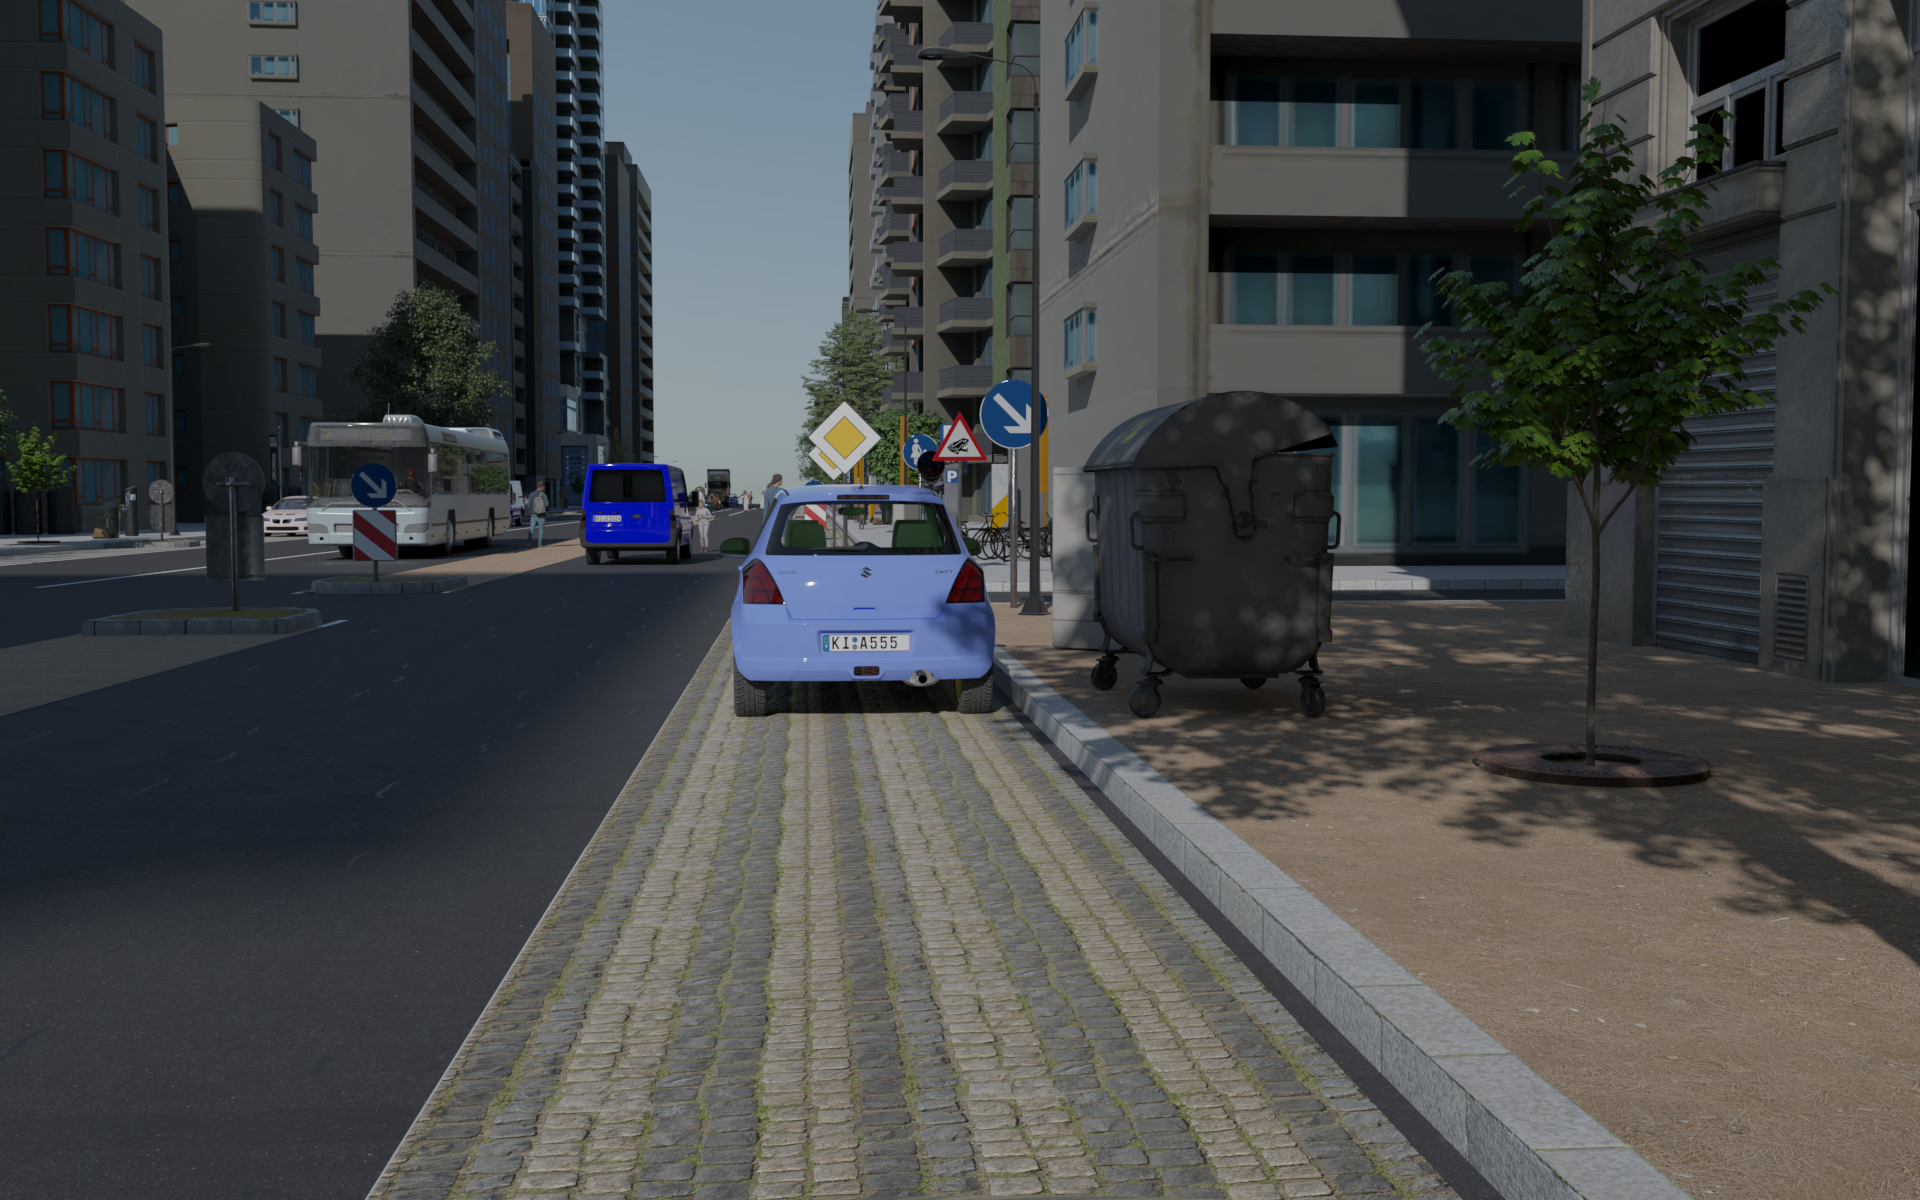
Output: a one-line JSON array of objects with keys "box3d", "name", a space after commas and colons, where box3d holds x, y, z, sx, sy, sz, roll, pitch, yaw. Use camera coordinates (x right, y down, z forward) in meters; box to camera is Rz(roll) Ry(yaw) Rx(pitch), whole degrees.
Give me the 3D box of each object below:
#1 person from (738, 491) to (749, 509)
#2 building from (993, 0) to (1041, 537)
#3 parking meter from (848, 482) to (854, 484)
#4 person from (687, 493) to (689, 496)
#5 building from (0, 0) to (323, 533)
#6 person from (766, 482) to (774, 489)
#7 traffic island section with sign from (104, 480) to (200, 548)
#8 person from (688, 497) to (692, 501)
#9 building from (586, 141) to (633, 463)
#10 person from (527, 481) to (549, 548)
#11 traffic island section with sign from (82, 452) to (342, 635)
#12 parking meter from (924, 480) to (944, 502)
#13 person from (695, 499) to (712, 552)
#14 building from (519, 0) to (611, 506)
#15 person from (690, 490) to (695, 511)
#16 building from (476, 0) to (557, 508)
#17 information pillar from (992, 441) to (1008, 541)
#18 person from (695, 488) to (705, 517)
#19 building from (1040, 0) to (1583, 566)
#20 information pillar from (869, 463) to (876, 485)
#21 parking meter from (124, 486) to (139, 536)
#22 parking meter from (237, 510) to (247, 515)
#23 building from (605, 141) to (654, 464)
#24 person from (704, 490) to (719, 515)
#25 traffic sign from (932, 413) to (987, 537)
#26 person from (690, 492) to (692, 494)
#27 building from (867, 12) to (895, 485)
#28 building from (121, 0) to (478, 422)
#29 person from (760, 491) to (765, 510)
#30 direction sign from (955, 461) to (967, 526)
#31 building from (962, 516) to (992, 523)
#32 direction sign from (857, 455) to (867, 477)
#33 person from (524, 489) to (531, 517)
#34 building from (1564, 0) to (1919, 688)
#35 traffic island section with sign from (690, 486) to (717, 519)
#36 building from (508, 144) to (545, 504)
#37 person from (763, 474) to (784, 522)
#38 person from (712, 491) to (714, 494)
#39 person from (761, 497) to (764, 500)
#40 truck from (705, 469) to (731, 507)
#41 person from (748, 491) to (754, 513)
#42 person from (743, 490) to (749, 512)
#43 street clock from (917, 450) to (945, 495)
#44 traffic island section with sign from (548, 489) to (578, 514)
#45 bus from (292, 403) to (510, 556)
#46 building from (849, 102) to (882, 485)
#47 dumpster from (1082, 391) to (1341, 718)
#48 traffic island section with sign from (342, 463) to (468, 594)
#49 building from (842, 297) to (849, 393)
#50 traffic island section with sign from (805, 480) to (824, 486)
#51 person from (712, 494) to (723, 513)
[{"box3d": [-20.132, -9.329, 161.547, 1.217, 1.766, 0.721, 0, 4, -3], "name": "person"}, {"box3d": [7.869, -17.510, 57.991, 14.160, 30.474, 14.107, 0, 4, -5], "name": "building"}, {"box3d": [-5.390, -4.896, 85.754, 0.255, 1.863, 0.399, -2, 4, -28], "name": "parking meter"}, {"box3d": [-12.154, -4.125, 76.532, 0.643, 1.750, 0.593, -3, 5, -45], "name": "person"}, {"box3d": [-43.965, -13.733, 69.568, 27.650, 21.520, 28.899, 0, 4, -5], "name": "building"}, {"box3d": [-4.624, -2.031, 42.462, 0.466, 1.731, 0.760, 1, 4, 20], "name": "person"}, {"box3d": [-21.649, -2.323, 46.604, 1.989, 1.847, 2.006, 0, 4, -5], "name": "traffic island section with sign"}, {"box3d": [-21.609, -7.779, 135.714, 0.705, 1.821, 1.348, 3, 5, 42], "name": "person"}, {"box3d": [-49.907, -34.999, 222.348, 14.600, 45.320, 14.200, 0, 4, -5], "name": "building"}, {"box3d": [-11.204, -2.273, 46.018, 0.623, 1.781, 0.721, 0, 4, 1], "name": "person"}, {"box3d": [-7.928, -0.630, 18.441, 2.006, 1.907, 1.989, 0, 4, -5], "name": "traffic island section with sign"}, {"box3d": [-0.469, -1.401, 31.325, 0.372, 1.533, 0.369, 0, 3, 0], "name": "parking meter"}, {"box3d": [-6.314, -1.827, 42.649, 0.425, 1.301, 0.394, 0, 4, -6], "name": "person"}, {"box3d": [-51.448, -54.168, 198.311, 22.319, 86.520, 31.000, 0, 4, -5], "name": "building"}, {"box3d": [-22.851, -8.489, 147.749, 0.568, 1.767, 0.683, 1, 4, 13], "name": "person"}, {"box3d": [-44.222, -30.945, 156.065, 14.600, 45.320, 14.200, 0, 4, -5], "name": "building"}, {"box3d": [1.089, -3.459, 47.912, 0.504, 3.616, 0.183, -2, 4, -29], "name": "information pillar"}, {"box3d": [-14.537, -5.373, 96.568, 0.478, 1.798, 0.641, 3, 4, 38], "name": "person"}, {"box3d": [12.867, -25.432, 39.513, 21.600, 48.544, 21.300, 0, 4, -5], "name": "building"}, {"box3d": [-3.920, -5.278, 77.654, 0.183, 3.616, 0.504, 2, 4, 30], "name": "information pillar"}, {"box3d": [-25.231, -2.711, 52.732, 0.372, 1.533, 0.369, 0, 3, 0], "name": "parking meter"}, {"box3d": [-28.388, -3.834, 68.404, 0.255, 1.863, 0.399, 1, 4, 10], "name": "parking meter"}, {"box3d": [-54.366, -37.730, 240.593, 21.300, 48.544, 21.600, 0, 4, -5], "name": "building"}, {"box3d": [-16.787, -6.551, 116.336, 1.217, 1.735, 0.721, 1, 4, 14], "name": "person"}, {"box3d": [-0.003, -1.699, 27.779, 0.884, 2.594, 0.081, 0, 4, 2], "name": "traffic sign"}, {"box3d": [-34.251, -12.963, 220.967, 0.721, 1.766, 1.217, 1, 4, 21], "name": "person"}, {"box3d": [3.083, -33.053, 160.022, 23.786, 49.044, 30.456, 0, 4, -5], "name": "building"}, {"box3d": [-43.016, -29.659, 108.628, 21.300, 48.544, 21.600, 0, 4, -5], "name": "building"}, {"box3d": [-18.167, -9.207, 159.704, 0.551, 1.740, 0.621, -3, 5, -40], "name": "person"}, {"box3d": [0.041, -4.767, 69.944, 0.379, 3.537, 0.876, 2, 4, 34], "name": "direction sign"}, {"box3d": [7.201, -26.498, 87.864, 22.147, 44.769, 28.867, 0, 4, -5], "name": "building"}, {"box3d": [-4.577, -5.366, 79.728, 0.379, 3.537, 0.876, 3, 4, 36], "name": "direction sign"}, {"box3d": [-26.349, -5.897, 105.590, 0.621, 1.740, 0.551, -2, 4, -30], "name": "person"}, {"box3d": [14.021, -10.298, 1.659, 16.112, 22.955, 30.059, 0, 4, -5], "name": "building"}, {"box3d": [-15.166, -5.660, 100.670, 2.006, 1.907, 1.989, 0, 4, -5], "name": "traffic island section with sign"}, {"box3d": [-42.476, -22.668, 142.320, 14.160, 30.474, 14.107, 0, 4, -5], "name": "building"}, {"box3d": [-3.548, -1.523, 33.431, 0.581, 1.822, 0.654, 1, 4, 13], "name": "person"}, {"box3d": [-25.107, -10.235, 176.399, 0.434, 1.755, 0.990, -1, 4, -23], "name": "person"}, {"box3d": [-14.897, -7.664, 134.491, 1.217, 1.739, 0.721, -2, 4, -26], "name": "person"}, {"box3d": [-27.179, -12.610, 195.083, 2.839, 4.237, 11.283, 0, 4, -7], "name": "truck"}, {"box3d": [-15.825, -7.425, 131.360, 0.415, 1.643, 0.593, -2, 4, -35], "name": "person"}, {"box3d": [-17.508, -8.091, 141.463, 0.551, 1.740, 0.621, 1, 4, 12], "name": "person"}, {"box3d": [-0.483, -1.484, 28.836, 0.471, 2.002, 0.358, 0, 4, -2], "name": "street clock"}, {"box3d": [-28.488, -7.082, 124.415, 1.989, 1.847, 2.006, 0, 4, -5], "name": "traffic island section with sign"}, {"box3d": [-13.375, -2.930, 42.767, 2.948, 3.499, 13.247, 0, 4, -6], "name": "bus"}, {"box3d": [-2.615, -35.952, 211.516, 21.300, 48.544, 21.600, 0, 4, -5], "name": "building"}, {"box3d": [1.508, -0.296, 10.595, 1.264, 1.857, 1.865, 0, 4, -5], "name": "dumpster"}, {"box3d": [-8.568, -1.082, 25.820, 2.006, 1.907, 1.989, 0, 4, -5], "name": "traffic island section with sign"}, {"box3d": [-10.265, -29.457, 253.329, 14.160, 30.474, 14.107, 0, 4, -5], "name": "building"}, {"box3d": [-4.230, -2.482, 49.211, 1.989, 1.847, 2.006, 0, 4, -5], "name": "traffic island section with sign"}, {"box3d": [-18.734, -7.401, 132.769, 1.065, 1.426, 0.557, 1, 4, 11], "name": "person"}]
